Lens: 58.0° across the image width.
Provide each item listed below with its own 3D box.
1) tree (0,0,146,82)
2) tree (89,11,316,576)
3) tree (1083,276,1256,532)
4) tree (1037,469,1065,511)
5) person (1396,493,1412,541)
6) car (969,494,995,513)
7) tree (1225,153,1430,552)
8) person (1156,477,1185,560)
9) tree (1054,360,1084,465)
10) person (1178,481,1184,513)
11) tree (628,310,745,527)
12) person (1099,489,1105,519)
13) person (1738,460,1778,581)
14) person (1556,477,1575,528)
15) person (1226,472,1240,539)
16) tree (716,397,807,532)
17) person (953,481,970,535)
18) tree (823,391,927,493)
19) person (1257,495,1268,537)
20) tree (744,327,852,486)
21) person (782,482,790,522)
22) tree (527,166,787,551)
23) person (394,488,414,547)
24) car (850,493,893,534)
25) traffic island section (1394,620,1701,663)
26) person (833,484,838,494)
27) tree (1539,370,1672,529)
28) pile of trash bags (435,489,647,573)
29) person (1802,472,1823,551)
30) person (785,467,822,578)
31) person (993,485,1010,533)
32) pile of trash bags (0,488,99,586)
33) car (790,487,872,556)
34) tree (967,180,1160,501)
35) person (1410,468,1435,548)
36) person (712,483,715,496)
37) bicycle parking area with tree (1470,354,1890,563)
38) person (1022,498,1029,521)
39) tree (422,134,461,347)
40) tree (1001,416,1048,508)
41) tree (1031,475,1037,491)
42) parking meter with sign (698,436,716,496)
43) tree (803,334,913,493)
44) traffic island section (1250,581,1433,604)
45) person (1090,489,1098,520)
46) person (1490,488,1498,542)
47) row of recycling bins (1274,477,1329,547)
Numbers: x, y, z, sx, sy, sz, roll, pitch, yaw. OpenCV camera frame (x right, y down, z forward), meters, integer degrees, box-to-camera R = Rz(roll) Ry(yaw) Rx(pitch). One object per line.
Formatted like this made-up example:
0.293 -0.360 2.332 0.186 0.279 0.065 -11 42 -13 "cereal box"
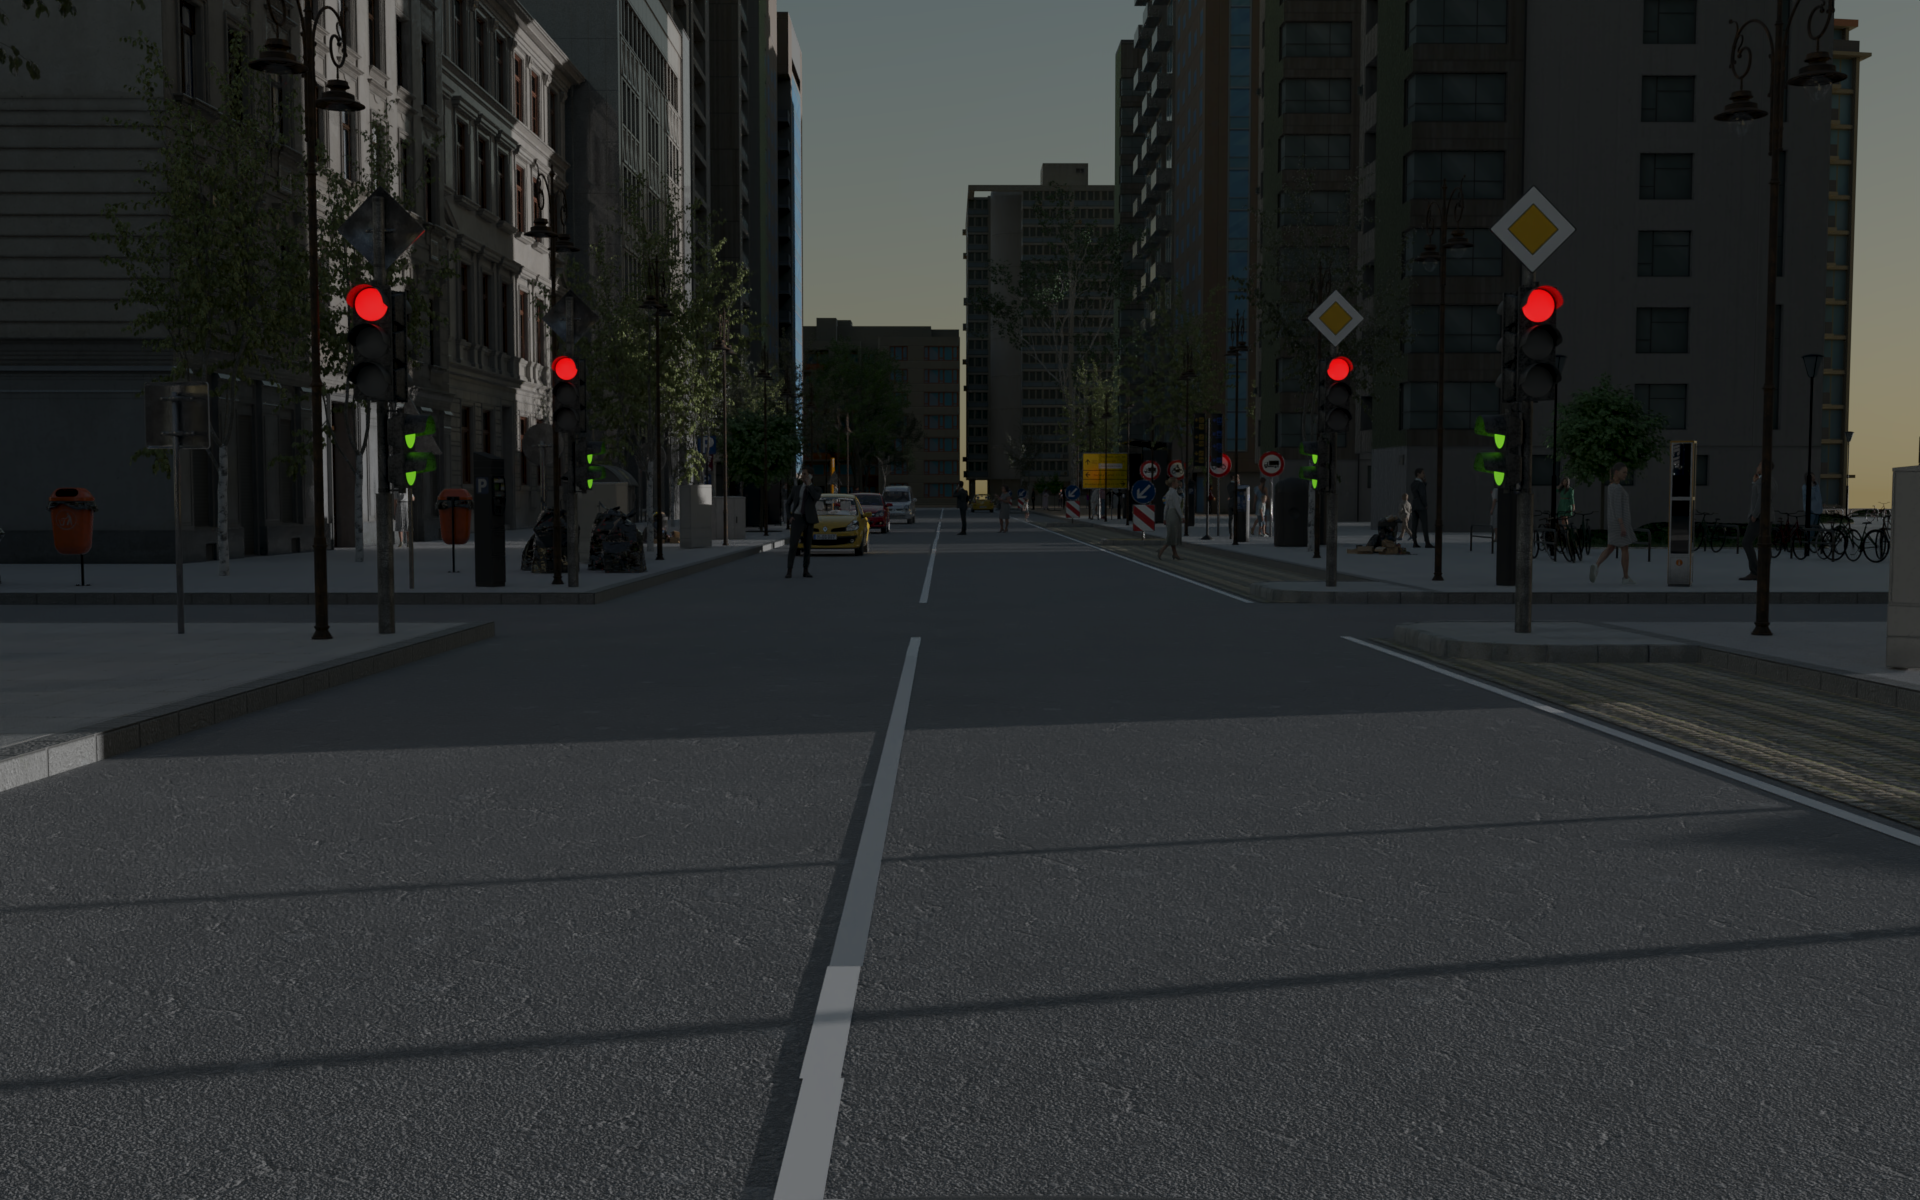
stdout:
-6.815 -3.684 10.590 4.360 8.622 3.978 0 3 0 "tree"
-11.570 -4.698 27.177 4.737 8.622 4.395 0 3 0 "tree"
7.434 -6.561 57.640 4.737 8.622 4.395 0 3 0 "tree"
7.326 -8.411 132.124 1.663 3.219 1.824 0 3 0 "tree"
12.260 -2.290 47.764 0.640 1.303 0.475 3 5 44 "person"
1.725 -7.659 135.449 2.015 1.641 3.980 0 4 -2 "car"
8.060 -5.379 38.310 4.360 8.622 3.978 0 3 0 "tree"
4.530 -1.747 37.290 0.641 1.798 0.478 0 4 -3 "person"
7.349 -8.736 93.201 4.737 8.622 4.395 0 3 0 "tree"
9.719 -4.337 76.824 0.514 1.842 0.818 2 4 35 "person"
-11.041 -7.177 67.714 4.360 8.622 3.978 0 3 0 "tree"
7.312 -5.057 88.738 0.388 1.821 0.555 2 4 24 "person"
11.886 -1.195 25.768 0.592 1.802 0.473 -2 4 -32 "person"
18.646 -2.877 53.332 0.600 1.795 0.529 2 4 33 "person"
7.857 -2.678 49.190 0.474 1.900 0.648 -2 4 -32 "person"
-6.791 -4.589 58.739 4.285 4.588 4.351 0 3 0 "tree"
0.030 -3.231 60.682 0.474 1.900 0.648 1 4 18 "person"
-7.529 -12.559 139.749 7.601 10.594 8.767 3 5 43 "tree"
9.128 -2.538 52.230 0.332 1.250 0.352 -2 4 -29 "person"
-7.105 -7.757 77.197 4.360 8.622 3.978 0 3 0 "tree"
-7.985 -4.523 79.803 0.447 1.846 0.655 2 4 30 "person"
-7.151 -5.399 38.643 4.737 8.622 4.395 0 3 0 "tree"
-13.424 -2.152 41.799 0.480 1.755 0.524 -2 4 -26 "person"
-3.544 -3.367 64.099 2.155 1.783 4.494 0 4 -1 "car"
5.238 0.381 16.051 2.009 0.180 2.903 0 4 0 "traffic island section"
-6.698 -5.443 94.877 0.795 1.843 0.661 0 4 -5 "person"
16.976 -3.805 45.930 4.285 4.588 4.351 0 3 0 "tree"
-6.922 -1.160 28.723 3.447 1.369 1.912 0 4 -8 "pile of trash bags"
19.357 -2.023 39.392 0.793 1.790 0.793 1 4 22 "person"
-2.684 -1.334 29.675 0.648 1.900 0.474 0 4 -7 "person"
1.539 -3.394 64.351 0.532 1.782 0.716 -2 4 -33 "person"
-13.645 -0.862 23.839 3.447 1.369 1.912 0 4 -4 "pile of trash bags"
-3.083 -1.904 41.352 2.015 1.641 3.980 0 4 0 "car"
5.906 -15.398 107.646 12.611 20.169 13.585 0 3 0 "tree"
11.036 -2.200 41.369 0.474 1.900 0.648 -1 4 -21 "person"
-10.412 -4.021 71.969 0.466 1.800 0.511 0 3 0 "person"
14.824 -2.967 35.508 8.231 4.147 9.016 1 4 15 "bicycle parking area with tree"
3.395 -4.715 90.606 0.382 1.210 0.505 -2 4 -34 "person"
-11.455 -5.039 32.749 4.737 8.622 4.395 0 3 0 "tree"
6.189 -13.041 163.578 4.360 8.622 3.978 0 3 0 "tree"
7.429 -9.857 155.763 1.663 3.219 1.824 0 3 0 "tree"
-7.732 -3.451 52.683 0.543 3.016 1.738 -1 4 -11 "parking meter with sign"
-6.666 -11.473 113.342 9.928 11.665 9.643 0 3 0 "tree"
5.174 -0.107 24.036 2.009 0.180 2.903 0 4 0 "traffic island section"
6.755 -4.932 86.567 0.818 1.842 0.514 -3 5 -44 "person"
14.251 -2.416 46.115 0.480 1.755 0.524 -3 5 -41 "person"
8.664 -2.221 43.427 1.069 1.692 3.534 2 4 23 "row of recycling bins"
